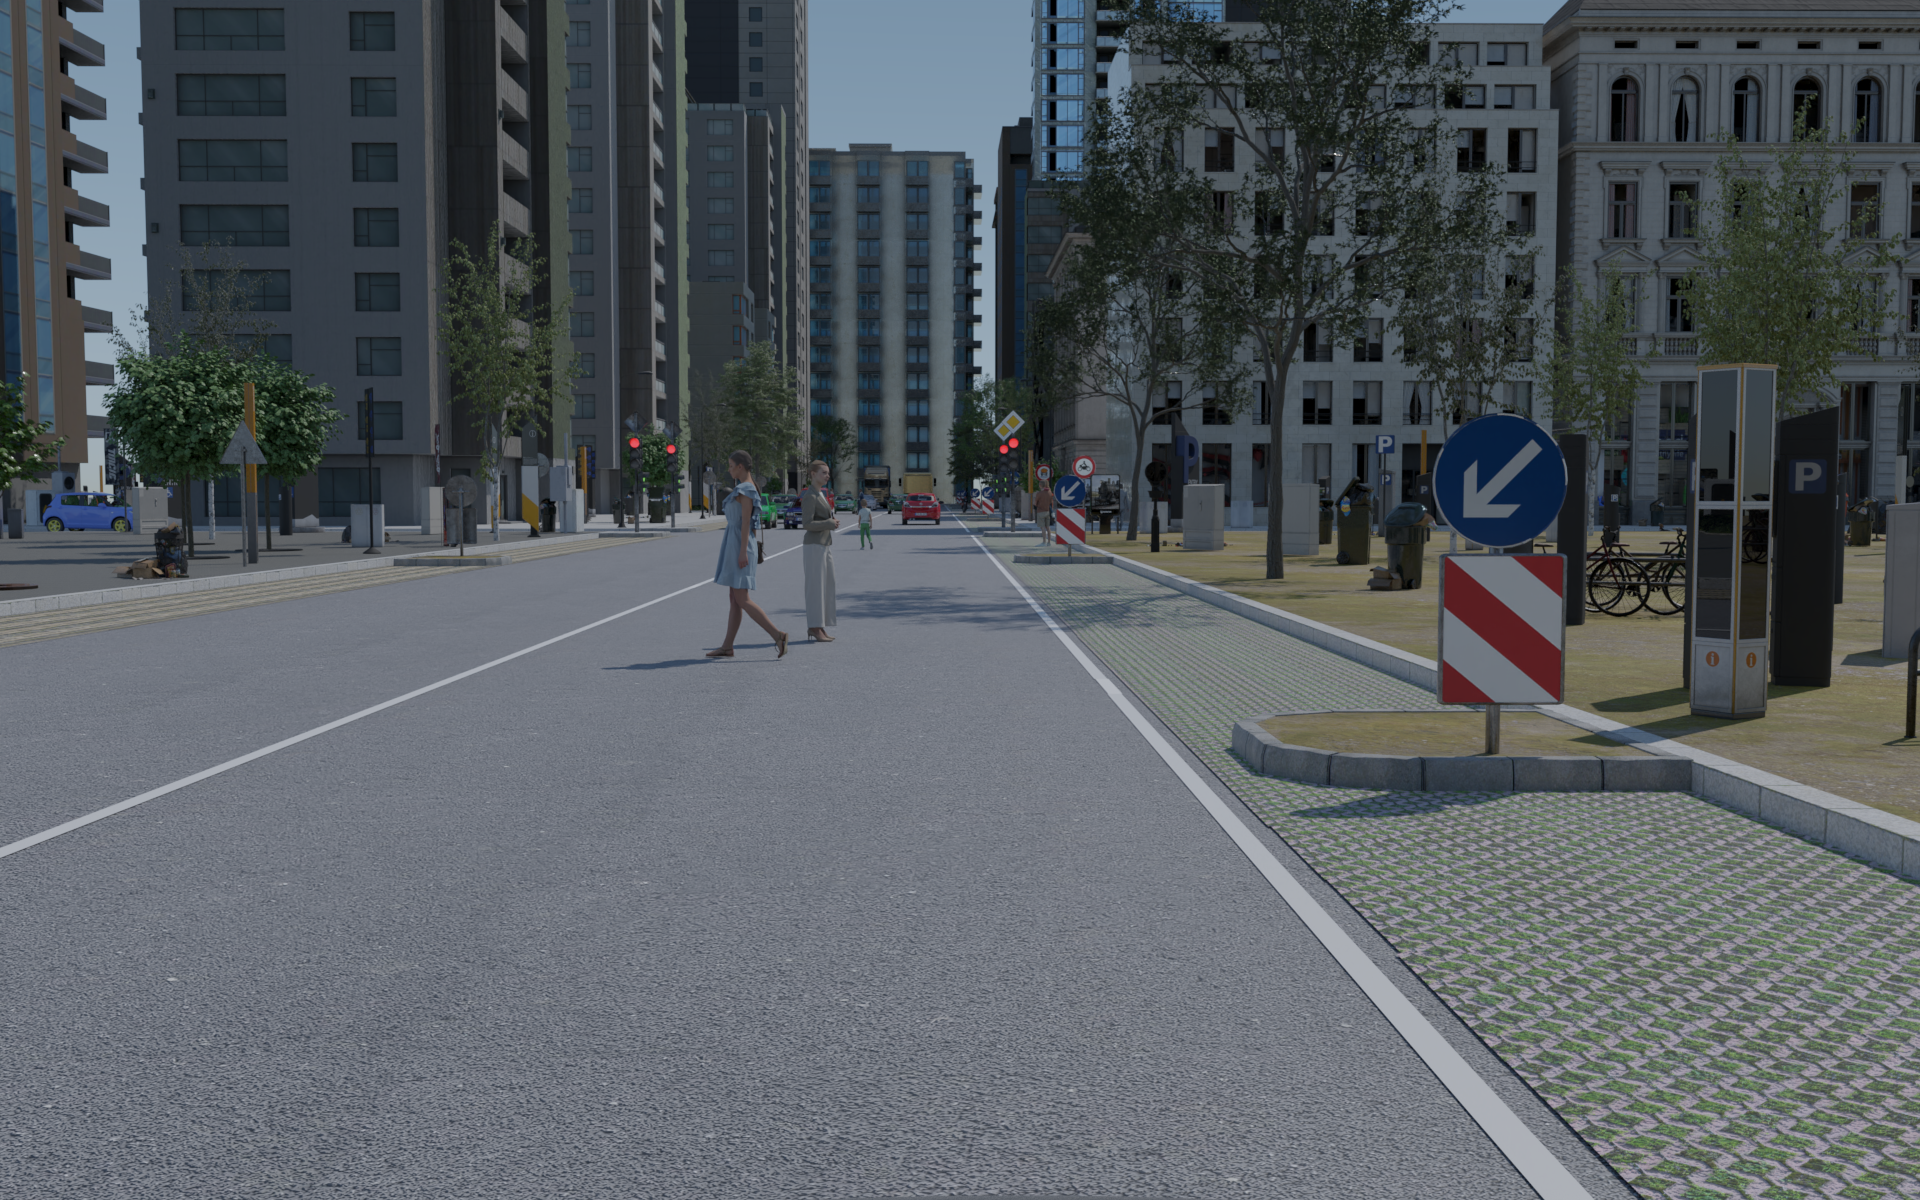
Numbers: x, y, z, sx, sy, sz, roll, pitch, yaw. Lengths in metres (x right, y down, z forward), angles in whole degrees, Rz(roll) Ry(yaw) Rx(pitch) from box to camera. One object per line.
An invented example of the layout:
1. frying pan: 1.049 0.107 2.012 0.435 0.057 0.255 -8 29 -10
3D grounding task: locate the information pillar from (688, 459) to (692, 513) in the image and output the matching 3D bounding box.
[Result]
1. information pillar: -18.161 -7.649 116.408 0.183 3.616 0.504 0 4 2

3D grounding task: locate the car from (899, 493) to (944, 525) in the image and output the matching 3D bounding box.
1. car: -1.827 -4.440 81.638 2.155 1.783 4.494 0 4 -1

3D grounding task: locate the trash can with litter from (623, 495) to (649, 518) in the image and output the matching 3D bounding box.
1. trash can with litter: -17.186 -4.926 91.595 2.233 1.210 1.678 0 4 3

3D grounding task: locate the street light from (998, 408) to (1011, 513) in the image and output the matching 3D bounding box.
1. street light: 2.729 -7.385 93.282 1.470 5.913 1.316 0 4 -1

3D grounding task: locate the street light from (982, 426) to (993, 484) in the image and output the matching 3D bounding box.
1. street light: 2.389 -8.873 117.613 1.470 5.913 1.316 0 4 -1

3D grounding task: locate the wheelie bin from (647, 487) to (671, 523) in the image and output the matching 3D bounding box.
1. wheelie bin: -13.275 -4.167 76.041 0.980 1.594 0.693 1 4 11

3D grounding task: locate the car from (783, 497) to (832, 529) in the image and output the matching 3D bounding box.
1. car: -6.263 -3.605 71.524 1.945 1.354 3.894 0 4 1

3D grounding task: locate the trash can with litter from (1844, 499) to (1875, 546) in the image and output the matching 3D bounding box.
1. trash can with litter: 21.968 -1.916 42.716 0.624 1.170 1.055 -2 4 -32

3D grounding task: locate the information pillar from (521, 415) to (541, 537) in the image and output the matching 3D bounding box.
1. information pillar: -12.718 -3.664 51.267 0.504 3.616 0.183 -2 4 -33

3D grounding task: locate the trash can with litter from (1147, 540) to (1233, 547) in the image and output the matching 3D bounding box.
1. trash can with litter: 5.697 -1.932 42.644 2.233 1.210 1.678 0 4 1

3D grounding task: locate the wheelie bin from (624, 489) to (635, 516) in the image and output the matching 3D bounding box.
1. wheelie bin: -19.521 -5.788 102.549 0.693 1.594 0.980 -1 4 -17

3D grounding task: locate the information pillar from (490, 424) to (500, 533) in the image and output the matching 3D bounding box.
1. information pillar: -15.330 -4.020 57.076 0.183 3.616 0.504 1 4 12

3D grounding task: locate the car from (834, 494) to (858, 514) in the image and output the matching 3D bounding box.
1. car: -8.369 -6.922 124.968 2.131 1.459 4.920 0 4 -1

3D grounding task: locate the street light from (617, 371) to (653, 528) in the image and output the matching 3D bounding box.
1. street light: -12.331 -5.700 65.742 1.470 5.913 1.316 0 4 -1

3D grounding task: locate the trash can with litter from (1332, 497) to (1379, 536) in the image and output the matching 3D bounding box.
1. trash can with litter: 12.777 -2.639 54.203 2.233 1.210 1.678 1 4 10

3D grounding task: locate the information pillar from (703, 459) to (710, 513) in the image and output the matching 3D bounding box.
1. information pillar: -17.100 -7.679 116.904 0.504 3.616 0.183 1 4 8

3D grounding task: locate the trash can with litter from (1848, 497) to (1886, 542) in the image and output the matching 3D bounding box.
1. trash can with litter: 24.609 -2.229 47.507 1.678 1.210 2.233 -2 4 -30

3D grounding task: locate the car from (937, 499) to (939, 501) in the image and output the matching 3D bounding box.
1. car: -2.619 -7.629 136.731 2.014 1.417 4.499 0 4 -1

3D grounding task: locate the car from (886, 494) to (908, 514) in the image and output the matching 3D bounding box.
1. car: -4.278 -6.892 124.475 2.131 1.459 4.920 0 4 -1

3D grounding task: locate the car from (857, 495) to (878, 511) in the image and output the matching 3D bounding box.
1. car: -8.259 -8.537 151.944 2.083 1.381 4.827 0 4 -1

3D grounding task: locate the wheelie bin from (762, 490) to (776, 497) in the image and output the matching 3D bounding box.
1. wheelie bin: -13.912 -7.111 124.174 0.693 1.594 0.980 1 4 21

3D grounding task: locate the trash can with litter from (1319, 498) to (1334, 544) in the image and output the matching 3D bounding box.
1. trash can with litter: 9.202 -2.022 44.444 0.624 1.170 1.055 0 4 -6

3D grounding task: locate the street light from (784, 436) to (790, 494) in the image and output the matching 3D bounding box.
1. street light: -13.247 -10.000 136.037 1.470 5.913 1.316 0 4 -1

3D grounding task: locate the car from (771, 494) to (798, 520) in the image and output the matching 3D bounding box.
1. car: -8.679 -4.514 85.596 2.131 1.459 4.920 0 4 -1

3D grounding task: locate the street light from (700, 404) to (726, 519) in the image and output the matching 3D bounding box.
1. street light: -12.717 -7.127 89.062 1.470 5.913 1.316 0 4 -1

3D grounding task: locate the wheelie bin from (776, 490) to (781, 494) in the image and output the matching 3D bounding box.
1. wheelie bin: -14.248 -7.752 134.650 0.980 1.594 0.693 0 4 -5

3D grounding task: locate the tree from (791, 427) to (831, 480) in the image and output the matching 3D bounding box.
1. tree: -16.267 -14.556 188.348 4.360 8.622 3.978 0 3 0

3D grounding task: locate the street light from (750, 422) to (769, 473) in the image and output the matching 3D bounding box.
1. street light: -13.051 -8.548 112.306 1.470 5.913 1.316 0 4 -1

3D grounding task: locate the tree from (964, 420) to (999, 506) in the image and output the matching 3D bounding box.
1. tree: 2.247 -14.135 181.469 4.360 8.622 3.978 0 3 0

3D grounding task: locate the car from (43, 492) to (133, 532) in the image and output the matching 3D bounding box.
1. car: -30.928 -3.228 62.365 3.694 1.707 1.945 0 4 0

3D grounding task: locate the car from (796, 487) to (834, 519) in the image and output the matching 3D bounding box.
1. car: -8.318 -5.536 99.190 2.281 1.827 5.304 0 4 -1

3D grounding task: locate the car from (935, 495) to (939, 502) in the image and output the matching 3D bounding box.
1. car: -3.335 -10.986 191.980 2.083 1.381 4.827 0 4 1

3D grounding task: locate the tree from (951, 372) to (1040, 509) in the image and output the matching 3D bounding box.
1. tree: 3.127 -13.522 146.837 9.928 11.665 9.643 0 3 0

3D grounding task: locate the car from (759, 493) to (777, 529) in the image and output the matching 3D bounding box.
1. car: -8.601 -3.860 71.910 1.959 1.807 4.718 0 4 -2

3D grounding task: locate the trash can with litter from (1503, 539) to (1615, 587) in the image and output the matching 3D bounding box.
1. trash can with litter: 8.067 -0.785 23.898 2.233 1.210 1.678 0 4 4

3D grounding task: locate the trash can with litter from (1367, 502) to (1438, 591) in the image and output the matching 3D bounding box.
1. trash can with litter: 5.927 -0.726 23.264 0.624 1.170 1.055 3 4 39

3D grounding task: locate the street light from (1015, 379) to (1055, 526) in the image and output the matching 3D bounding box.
1. street light: 3.107 -5.950 69.828 1.470 5.913 1.316 0 4 -1

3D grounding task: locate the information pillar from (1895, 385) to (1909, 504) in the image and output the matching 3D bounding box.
1. information pillar: 20.416 -2.826 37.561 0.183 3.616 0.504 1 4 14

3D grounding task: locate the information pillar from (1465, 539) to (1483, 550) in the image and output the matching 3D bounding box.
1. information pillar: 11.767 -2.146 39.572 0.304 2.012 0.304 -1 4 -16

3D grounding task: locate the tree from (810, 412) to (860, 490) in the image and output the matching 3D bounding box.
1. tree: -16.155 -17.905 218.497 9.928 11.665 9.643 0 3 0

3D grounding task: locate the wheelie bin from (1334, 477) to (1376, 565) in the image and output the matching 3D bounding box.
1. wheelie bin: 7.222 -1.450 31.624 0.693 1.594 0.980 1 4 19

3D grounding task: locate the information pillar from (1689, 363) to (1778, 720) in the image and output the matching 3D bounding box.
1. information pillar: 4.439 -0.334 9.953 0.304 2.012 0.304 -2 4 -29

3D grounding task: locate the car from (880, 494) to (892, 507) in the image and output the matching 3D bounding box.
1. car: -8.314 -11.573 198.810 1.945 1.707 3.694 0 4 1

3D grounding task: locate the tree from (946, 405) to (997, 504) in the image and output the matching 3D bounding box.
1. tree: 1.920 -18.373 218.517 7.486 12.596 7.792 0 3 0

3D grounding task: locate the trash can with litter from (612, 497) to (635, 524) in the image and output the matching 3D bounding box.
1. trash can with litter: -14.357 -3.836 74.112 1.055 1.170 0.624 0 4 -4

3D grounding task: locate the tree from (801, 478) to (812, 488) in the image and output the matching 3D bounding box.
1. tree: -15.271 -11.016 174.712 1.663 3.219 1.824 0 3 0
